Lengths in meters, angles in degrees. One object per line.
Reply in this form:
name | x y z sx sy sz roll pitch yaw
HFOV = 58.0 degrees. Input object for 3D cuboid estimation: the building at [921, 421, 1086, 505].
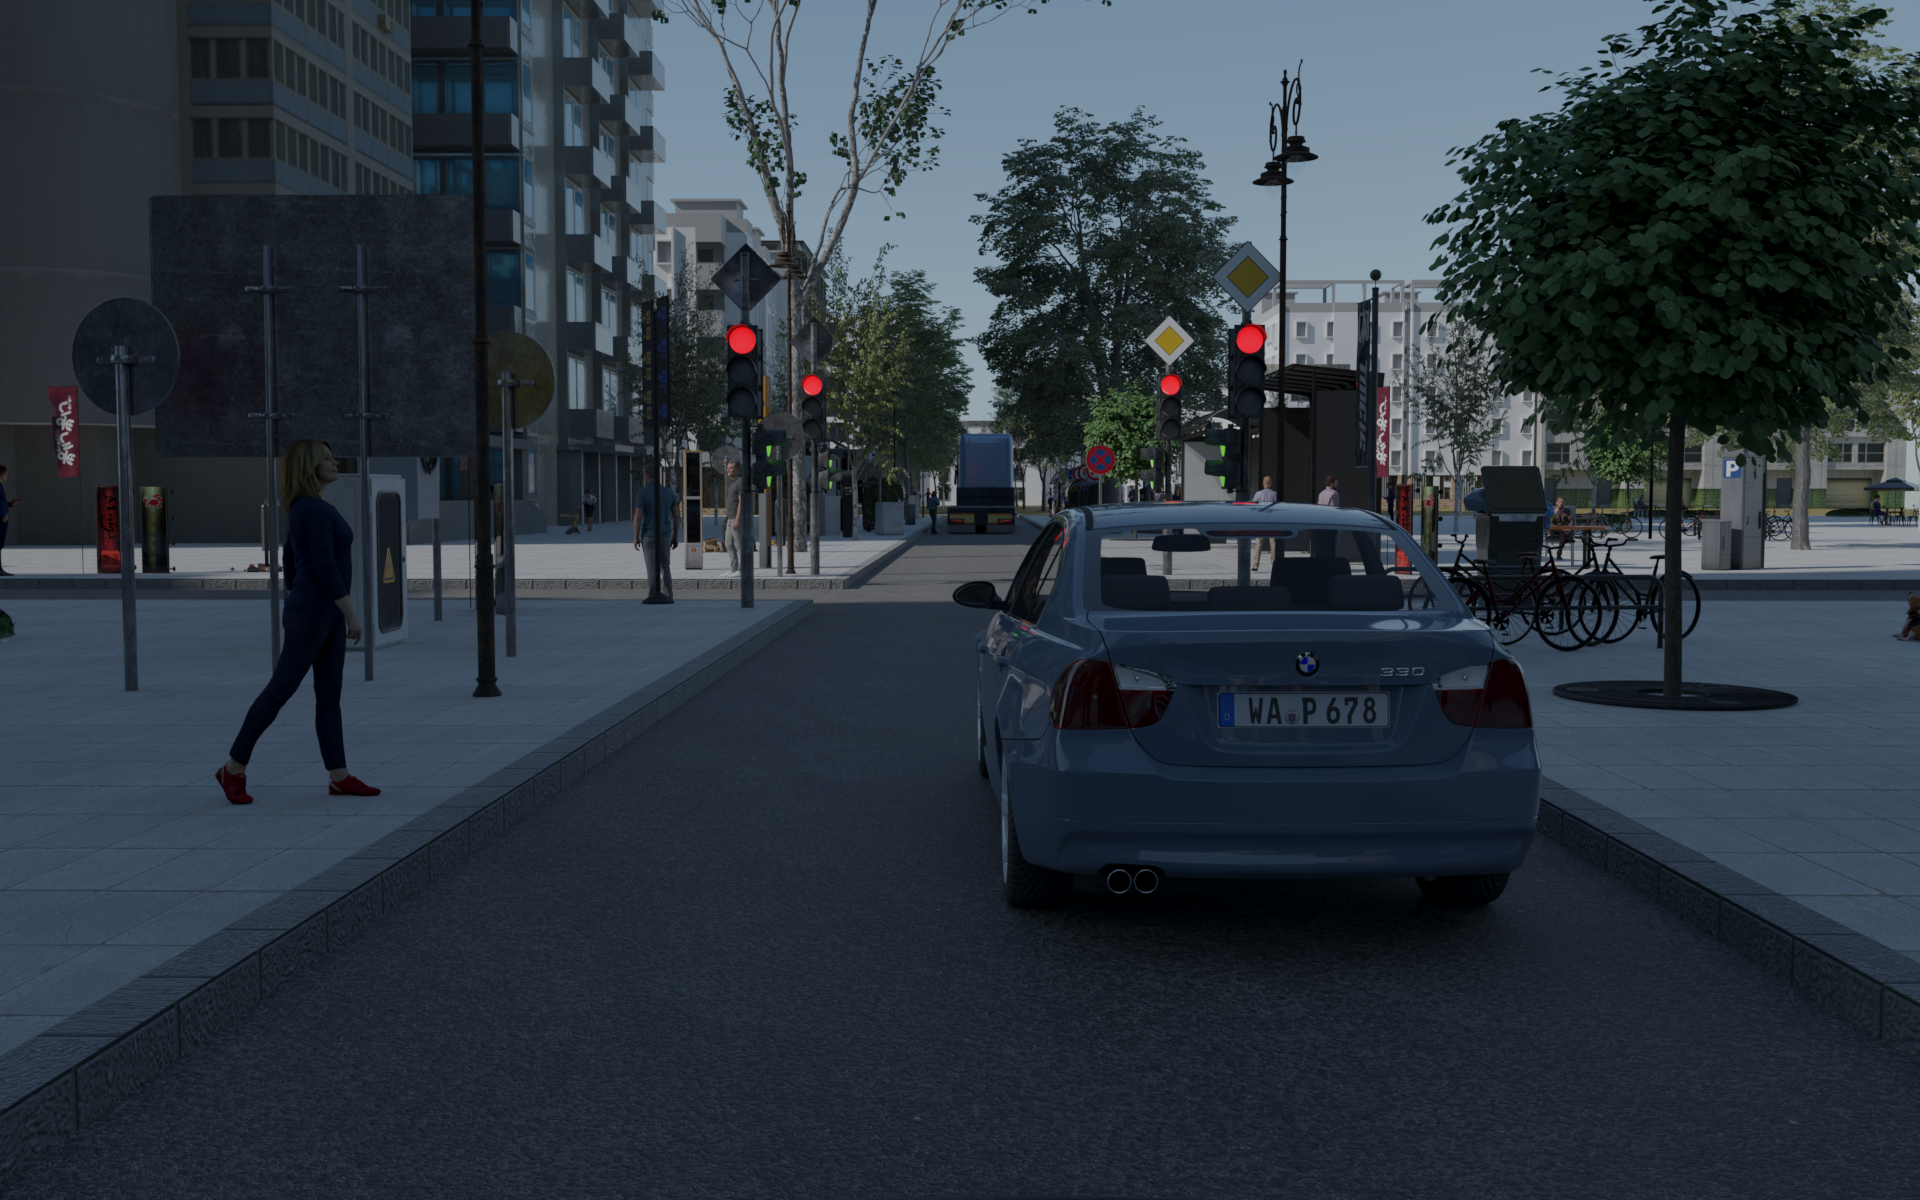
building | 9.427 -15.903 202.158 28.070 9.664 9.099 0 4 1

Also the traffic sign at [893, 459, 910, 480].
traffic sign | -2.325 -3.950 64.578 0.884 2.594 0.081 0 4 2

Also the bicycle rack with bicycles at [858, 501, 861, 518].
bicycle rack with bicycles | -4.450 -4.896 93.431 2.852 0.926 2.925 0 4 -3

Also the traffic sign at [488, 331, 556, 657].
traffic sign | -3.545 -0.825 13.603 0.768 2.556 0.104 1 4 10

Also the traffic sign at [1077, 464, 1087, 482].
traffic sign | 5.262 -4.400 72.053 0.768 2.556 0.104 1 4 10

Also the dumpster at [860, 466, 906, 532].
dumpster | -2.652 -3.488 59.515 1.502 2.255 1.985 0 4 1

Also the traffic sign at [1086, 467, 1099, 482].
traffic sign | 5.180 -4.034 66.056 0.768 2.556 0.104 0 4 6

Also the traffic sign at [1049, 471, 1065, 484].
traffic sign | 5.308 -5.791 94.692 0.884 2.594 0.081 1 4 8

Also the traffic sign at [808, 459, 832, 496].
traffic sign | -4.422 -3.395 55.515 0.884 2.594 0.081 0 4 3

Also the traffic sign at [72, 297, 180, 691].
traffic sign | -5.411 -0.681 11.234 0.768 2.556 0.104 1 4 10

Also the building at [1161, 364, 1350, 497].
building | 20.760 -11.239 125.905 9.099 9.664 28.070 0 4 1

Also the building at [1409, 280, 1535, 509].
building | 44.908 -18.527 159.332 11.380 20.091 16.016 0 4 1

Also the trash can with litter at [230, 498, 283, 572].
trash can with litter | -11.421 -1.110 29.213 1.678 1.210 2.233 0 4 -7

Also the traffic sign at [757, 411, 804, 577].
traffic sign | -2.779 -1.624 26.663 0.768 2.556 0.104 0 4 7

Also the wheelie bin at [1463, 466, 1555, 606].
wheelie bin | 6.083 -0.696 19.295 0.980 1.594 0.693 0 4 1

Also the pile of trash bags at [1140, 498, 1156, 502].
pile of trash bags | 6.882 -2.862 56.549 1.912 1.369 3.447 -1 4 -11

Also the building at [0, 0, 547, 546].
building | -29.920 -21.881 49.641 32.217 40.220 23.993 0 4 1

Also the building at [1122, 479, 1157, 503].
building | 20.368 -12.953 153.929 9.099 9.664 28.070 0 4 1

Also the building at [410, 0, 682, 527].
building | -25.617 -27.944 76.496 23.786 49.044 30.456 0 4 1

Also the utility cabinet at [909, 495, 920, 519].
utility cabinet | -2.497 -4.830 90.132 0.306 1.237 1.020 -2 4 -33

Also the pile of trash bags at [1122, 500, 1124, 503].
pile of trash bags | 6.595 -4.254 79.302 1.912 1.369 3.447 1 4 20

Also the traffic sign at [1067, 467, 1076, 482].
traffic sign | 5.441 -4.985 81.610 0.768 2.556 0.104 0 4 7

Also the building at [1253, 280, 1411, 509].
building | 33.532 -18.549 159.689 11.380 20.091 16.016 0 4 1

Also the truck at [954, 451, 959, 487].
truck | 0.998 -7.884 117.811 2.839 4.237 11.283 0 3 0

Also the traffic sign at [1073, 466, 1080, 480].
traffic sign | 5.411 -4.726 77.373 0.768 2.556 0.104 0 4 4

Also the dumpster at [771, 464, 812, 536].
dumpster | -5.251 -3.124 53.569 1.502 2.255 1.985 0 4 1

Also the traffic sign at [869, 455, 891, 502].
traffic sign | -2.636 -3.473 56.890 0.768 2.556 0.104 1 4 9

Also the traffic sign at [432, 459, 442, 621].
traffic sign | -5.288 -1.062 17.473 0.768 2.556 0.104 0 4 6

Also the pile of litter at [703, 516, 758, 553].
pile of litter | -5.250 -1.502 38.529 1.719 0.858 1.176 -2 4 -26

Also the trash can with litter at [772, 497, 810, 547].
trash can with litter | -4.370 -1.923 42.506 1.678 1.210 2.233 -2 4 -26

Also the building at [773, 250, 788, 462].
building | -20.828 -16.173 120.852 16.016 20.091 11.380 0 4 1

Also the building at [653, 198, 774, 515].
building | -20.626 -15.453 109.069 16.016 20.091 11.380 0 4 1

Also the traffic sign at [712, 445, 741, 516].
traffic sign | -6.112 -2.767 45.354 0.768 2.556 0.104 0 4 1

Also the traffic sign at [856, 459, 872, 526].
traffic sign | -3.448 -3.853 63.000 0.884 2.594 0.081 0 4 7

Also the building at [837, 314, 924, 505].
building | -20.854 -22.455 211.117 32.646 21.610 27.936 0 4 1

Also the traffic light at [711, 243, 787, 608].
traffic light | -2.382 -1.867 19.449 0.839 4.253 0.868 0 4 1

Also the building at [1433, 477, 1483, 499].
building | 67.061 -15.863 201.508 28.070 9.664 9.099 0 4 1

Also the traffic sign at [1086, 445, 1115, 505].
traffic sign | 3.655 -2.752 45.100 0.768 2.556 0.104 0 4 1

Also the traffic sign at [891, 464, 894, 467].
traffic sign | -2.838 -4.495 73.599 0.768 2.556 0.104 0 4 1

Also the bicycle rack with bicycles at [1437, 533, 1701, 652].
bicycle rack with bicycles | 5.019 -0.101 15.034 2.925 0.926 2.852 0 4 -6

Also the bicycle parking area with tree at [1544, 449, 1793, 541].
bicycle parking area with tree | 20.720 -3.942 51.451 9.016 4.147 8.231 2 4 35

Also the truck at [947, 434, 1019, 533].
truck | 1.006 -4.985 71.265 2.967 4.110 18.799 0 4 2

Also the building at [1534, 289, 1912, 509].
building | 66.329 -17.848 158.271 31.486 18.905 16.747 0 4 1

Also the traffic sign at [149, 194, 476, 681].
traffic sign | -4.390 -1.099 11.835 2.265 3.308 0.079 0 4 2

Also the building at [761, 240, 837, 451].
building | -28.711 -18.946 153.744 32.646 21.610 27.936 0 4 1

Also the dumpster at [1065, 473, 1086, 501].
dumpster | 5.283 -4.363 73.822 1.502 2.255 1.985 0 4 1
